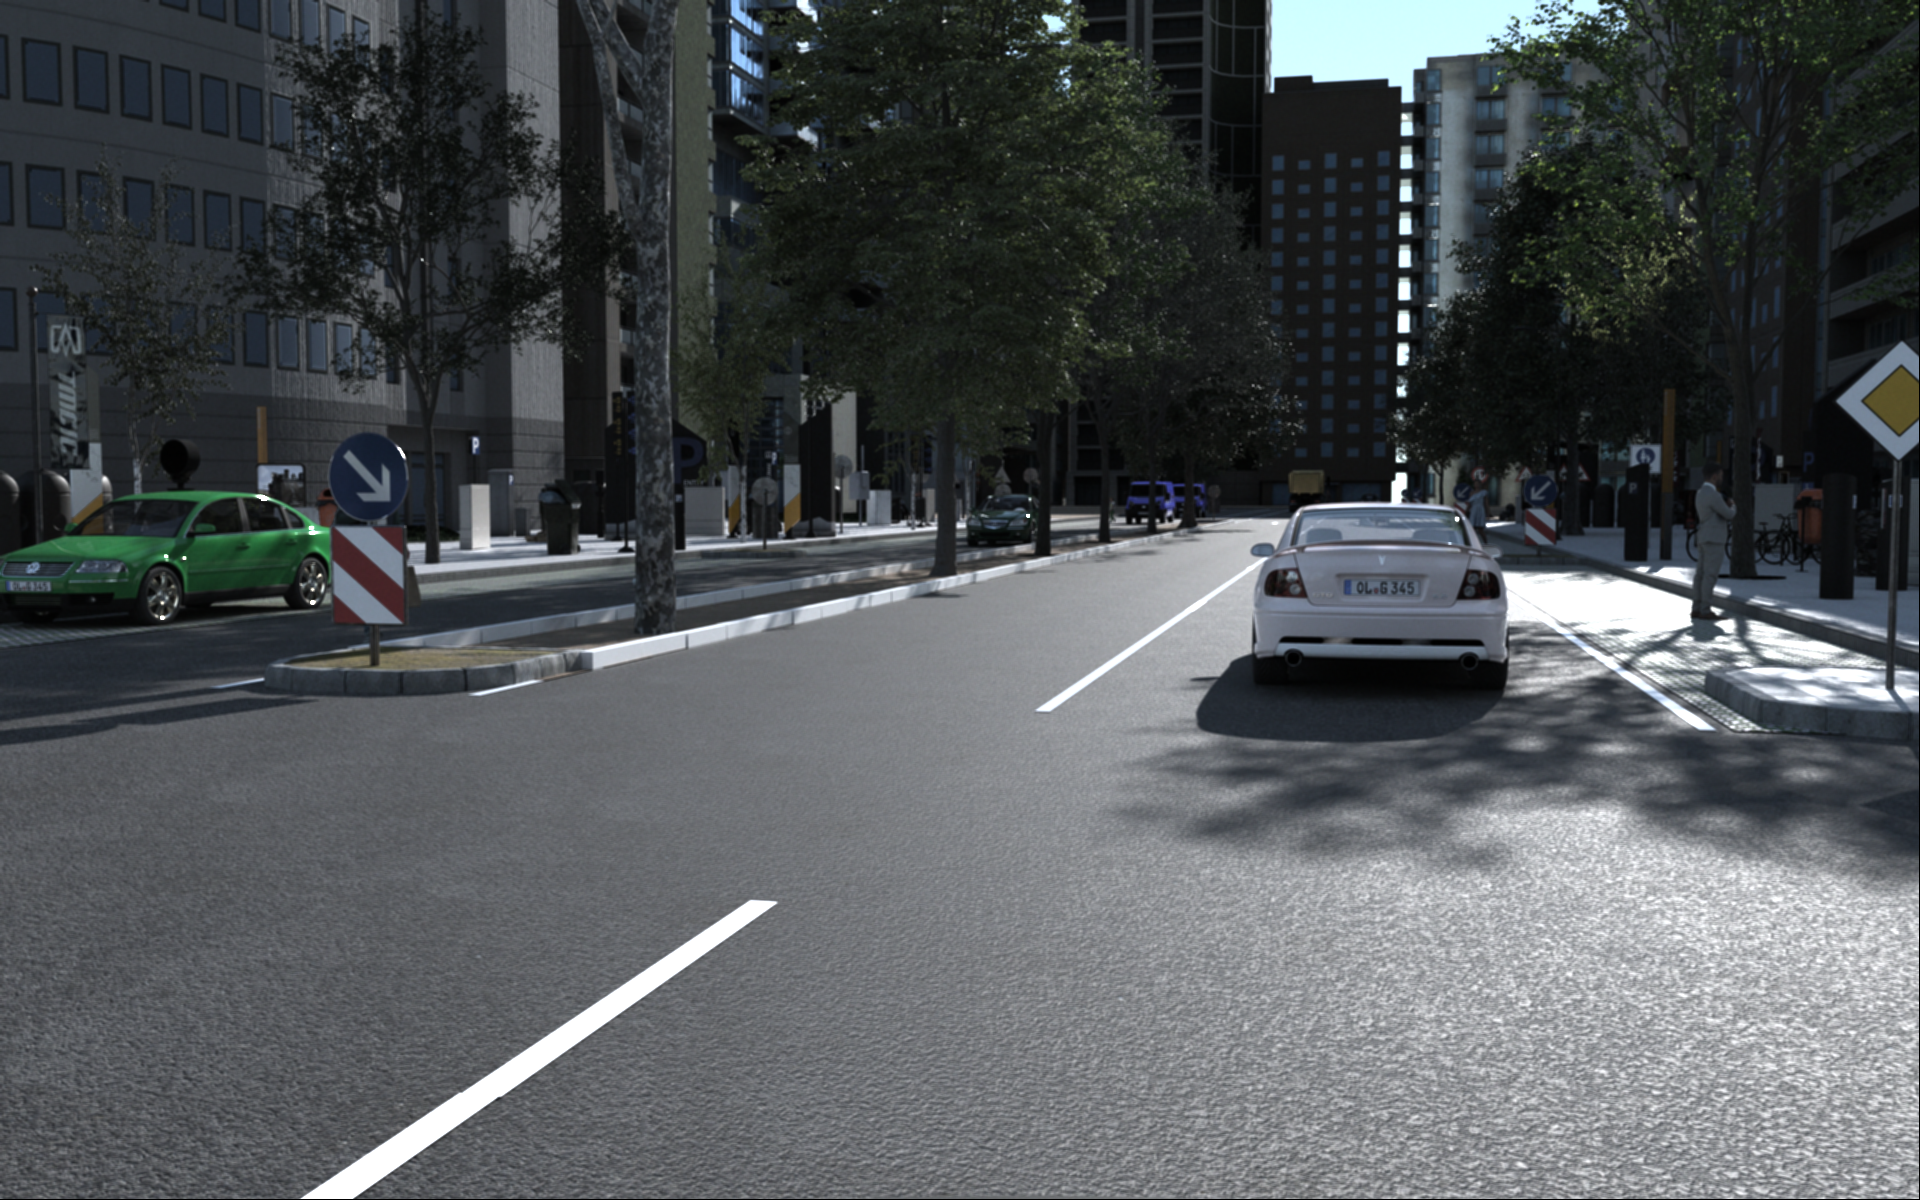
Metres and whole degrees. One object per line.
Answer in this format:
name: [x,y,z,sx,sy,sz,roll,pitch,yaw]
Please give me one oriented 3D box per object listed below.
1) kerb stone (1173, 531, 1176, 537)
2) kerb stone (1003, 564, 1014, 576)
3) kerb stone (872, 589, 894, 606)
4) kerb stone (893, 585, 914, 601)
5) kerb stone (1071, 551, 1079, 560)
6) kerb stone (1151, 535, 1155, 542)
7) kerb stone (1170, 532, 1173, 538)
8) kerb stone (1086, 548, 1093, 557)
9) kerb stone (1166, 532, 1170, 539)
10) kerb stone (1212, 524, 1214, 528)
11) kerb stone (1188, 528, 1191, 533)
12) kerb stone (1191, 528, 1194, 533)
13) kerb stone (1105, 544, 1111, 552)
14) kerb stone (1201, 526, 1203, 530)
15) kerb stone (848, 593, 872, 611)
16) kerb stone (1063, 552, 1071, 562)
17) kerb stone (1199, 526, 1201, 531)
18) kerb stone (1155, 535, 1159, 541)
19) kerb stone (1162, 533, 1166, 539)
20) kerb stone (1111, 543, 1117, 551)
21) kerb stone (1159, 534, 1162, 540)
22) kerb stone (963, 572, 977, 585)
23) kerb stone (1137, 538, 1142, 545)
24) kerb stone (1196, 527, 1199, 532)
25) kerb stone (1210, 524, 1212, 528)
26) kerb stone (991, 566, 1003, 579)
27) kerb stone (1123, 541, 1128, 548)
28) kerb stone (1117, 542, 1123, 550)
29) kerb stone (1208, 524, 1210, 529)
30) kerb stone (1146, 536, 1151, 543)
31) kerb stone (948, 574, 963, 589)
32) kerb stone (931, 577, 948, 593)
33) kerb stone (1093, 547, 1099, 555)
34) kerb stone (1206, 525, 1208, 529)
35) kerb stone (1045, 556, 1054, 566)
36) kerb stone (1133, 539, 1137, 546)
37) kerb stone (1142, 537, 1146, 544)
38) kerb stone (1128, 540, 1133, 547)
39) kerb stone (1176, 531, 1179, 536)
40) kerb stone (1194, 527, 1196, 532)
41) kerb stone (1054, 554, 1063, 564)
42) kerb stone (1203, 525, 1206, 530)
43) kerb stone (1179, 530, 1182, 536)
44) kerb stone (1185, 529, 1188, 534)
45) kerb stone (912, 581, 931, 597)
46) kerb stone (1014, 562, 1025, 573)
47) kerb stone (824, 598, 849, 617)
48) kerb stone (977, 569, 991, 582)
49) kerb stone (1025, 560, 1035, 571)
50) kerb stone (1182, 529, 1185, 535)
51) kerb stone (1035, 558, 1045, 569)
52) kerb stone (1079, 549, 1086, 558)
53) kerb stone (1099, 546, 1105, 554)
kerb stone: [6.983,-2.160,57.510,0.120,0.150,1.000,1,4,13]
kerb stone: [0.756,-0.510,30.538,0.120,0.150,1.000,1,4,13]
kerb stone: [-1.084,-0.020,22.542,0.120,0.150,1.000,1,4,13]
kerb stone: [-0.850,-0.082,23.537,0.120,0.150,1.000,1,4,13]
kerb stone: [2.379,-0.939,37.552,0.120,0.150,1.000,1,4,13]
kerb stone: [5.606,-1.794,51.523,0.120,0.150,1.000,1,4,13]
kerb stone: [6.753,-2.097,56.514,0.120,0.150,1.000,1,4,13]
kerb stone: [2.841,-1.061,39.547,0.120,0.150,1.000,1,4,13]
kerb stone: [6.525,-2.038,55.514,0.120,0.150,1.000,1,4,13]
kerb stone: [10.434,-3.076,72.489,0.120,0.150,1.000,1,4,13]
kerb stone: [8.133,-2.465,62.505,0.120,0.150,1.000,1,4,13]
kerb stone: [8.368,-2.527,63.508,0.120,0.150,1.000,1,4,13]
kerb stone: [3.522,-1.244,42.541,0.120,0.150,1.000,1,4,13]
kerb stone: [9.286,-2.770,67.499,0.120,0.150,1.000,1,4,13]
kerb stone: [-1.316,0.040,21.546,0.120,0.150,1.000,1,4,13]
kerb stone: [2.143,-0.878,36.558,0.120,0.150,1.000,1,4,13]
kerb stone: [9.051,-2.710,66.504,0.120,0.150,1.000,1,4,13]
kerb stone: [5.834,-1.852,52.520,0.120,0.150,1.000,1,4,13]
kerb stone: [6.292,-1.974,54.519,0.120,0.150,1.000,1,4,13]
kerb stone: [3.760,-1.304,43.535,0.120,0.150,1.000,1,4,13]
kerb stone: [6.058,-1.916,53.518,0.120,0.150,1.000,1,4,13]
kerb stone: [0.064,-0.327,27.541,0.120,0.150,1.000,1,4,13]
kerb stone: [4.908,-1.610,48.526,0.120,0.150,1.000,1,4,13]
kerb stone: [8.829,-2.645,65.507,0.120,0.150,1.000,1,4,13]
kerb stone: [10.206,-3.013,71.492,0.120,0.150,1.000,1,4,13]
kerb stone: [0.528,-0.446,29.542,0.120,0.150,1.000,1,4,13]
kerb stone: [4.213,-1.427,45.534,0.120,0.150,1.000,1,4,13]
kerb stone: [3.991,-1.365,44.535,0.120,0.150,1.000,1,4,13]
kerb stone: [9.980,-2.951,70.493,0.120,0.150,1.000,1,4,13]
kerb stone: [5.371,-1.727,50.529,0.120,0.150,1.000,1,4,13]
kerb stone: [-0.164,-0.265,26.536,0.120,0.150,1.000,1,4,13]
kerb stone: [-0.395,-0.204,25.531,0.120,0.150,1.000,1,4,13]
kerb stone: [3.065,-1.122,40.547,0.120,0.150,1.000,1,4,13]
kerb stone: [9.749,-2.888,69.492,0.120,0.150,1.000,1,4,13]
kerb stone: [1.680,-0.755,34.542,0.120,0.150,1.000,1,4,13]
kerb stone: [4.677,-1.549,47.526,0.120,0.150,1.000,1,4,13]
kerb stone: [5.133,-1.672,49.529,0.120,0.150,1.000,1,4,13]
kerb stone: [4.447,-1.488,46.529,0.120,0.150,1.000,1,4,13]
kerb stone: [7.213,-2.221,58.506,0.120,0.150,1.000,1,4,13]
kerb stone: [8.598,-2.588,64.510,0.120,0.150,1.000,1,4,13]
kerb stone: [1.918,-0.815,35.540,0.120,0.150,1.000,1,4,13]
kerb stone: [9.518,-2.832,68.496,0.120,0.150,1.000,1,4,13]
kerb stone: [7.446,-2.282,59.501,0.120,0.150,1.000,1,4,13]
kerb stone: [7.897,-2.400,61.502,0.120,0.150,1.000,1,4,13]
kerb stone: [-0.625,-0.143,24.534,0.120,0.150,1.000,1,4,13]
kerb stone: [0.984,-0.572,31.542,0.120,0.150,1.000,1,4,13]
kerb stone: [-1.543,0.102,20.550,0.120,0.150,1.000,1,4,13]
kerb stone: [0.301,-0.388,28.536,0.120,0.150,1.000,1,4,13]
kerb stone: [1.217,-0.633,32.538,0.120,0.150,1.000,1,4,13]
kerb stone: [7.675,-2.335,60.499,0.120,0.150,1.000,1,4,13]
kerb stone: [1.449,-0.692,33.547,0.120,0.150,1.000,1,4,13]
kerb stone: [2.603,-1.000,38.552,0.120,0.150,1.000,1,4,13]
kerb stone: [3.290,-1.183,41.545,0.120,0.150,1.000,1,4,13]
